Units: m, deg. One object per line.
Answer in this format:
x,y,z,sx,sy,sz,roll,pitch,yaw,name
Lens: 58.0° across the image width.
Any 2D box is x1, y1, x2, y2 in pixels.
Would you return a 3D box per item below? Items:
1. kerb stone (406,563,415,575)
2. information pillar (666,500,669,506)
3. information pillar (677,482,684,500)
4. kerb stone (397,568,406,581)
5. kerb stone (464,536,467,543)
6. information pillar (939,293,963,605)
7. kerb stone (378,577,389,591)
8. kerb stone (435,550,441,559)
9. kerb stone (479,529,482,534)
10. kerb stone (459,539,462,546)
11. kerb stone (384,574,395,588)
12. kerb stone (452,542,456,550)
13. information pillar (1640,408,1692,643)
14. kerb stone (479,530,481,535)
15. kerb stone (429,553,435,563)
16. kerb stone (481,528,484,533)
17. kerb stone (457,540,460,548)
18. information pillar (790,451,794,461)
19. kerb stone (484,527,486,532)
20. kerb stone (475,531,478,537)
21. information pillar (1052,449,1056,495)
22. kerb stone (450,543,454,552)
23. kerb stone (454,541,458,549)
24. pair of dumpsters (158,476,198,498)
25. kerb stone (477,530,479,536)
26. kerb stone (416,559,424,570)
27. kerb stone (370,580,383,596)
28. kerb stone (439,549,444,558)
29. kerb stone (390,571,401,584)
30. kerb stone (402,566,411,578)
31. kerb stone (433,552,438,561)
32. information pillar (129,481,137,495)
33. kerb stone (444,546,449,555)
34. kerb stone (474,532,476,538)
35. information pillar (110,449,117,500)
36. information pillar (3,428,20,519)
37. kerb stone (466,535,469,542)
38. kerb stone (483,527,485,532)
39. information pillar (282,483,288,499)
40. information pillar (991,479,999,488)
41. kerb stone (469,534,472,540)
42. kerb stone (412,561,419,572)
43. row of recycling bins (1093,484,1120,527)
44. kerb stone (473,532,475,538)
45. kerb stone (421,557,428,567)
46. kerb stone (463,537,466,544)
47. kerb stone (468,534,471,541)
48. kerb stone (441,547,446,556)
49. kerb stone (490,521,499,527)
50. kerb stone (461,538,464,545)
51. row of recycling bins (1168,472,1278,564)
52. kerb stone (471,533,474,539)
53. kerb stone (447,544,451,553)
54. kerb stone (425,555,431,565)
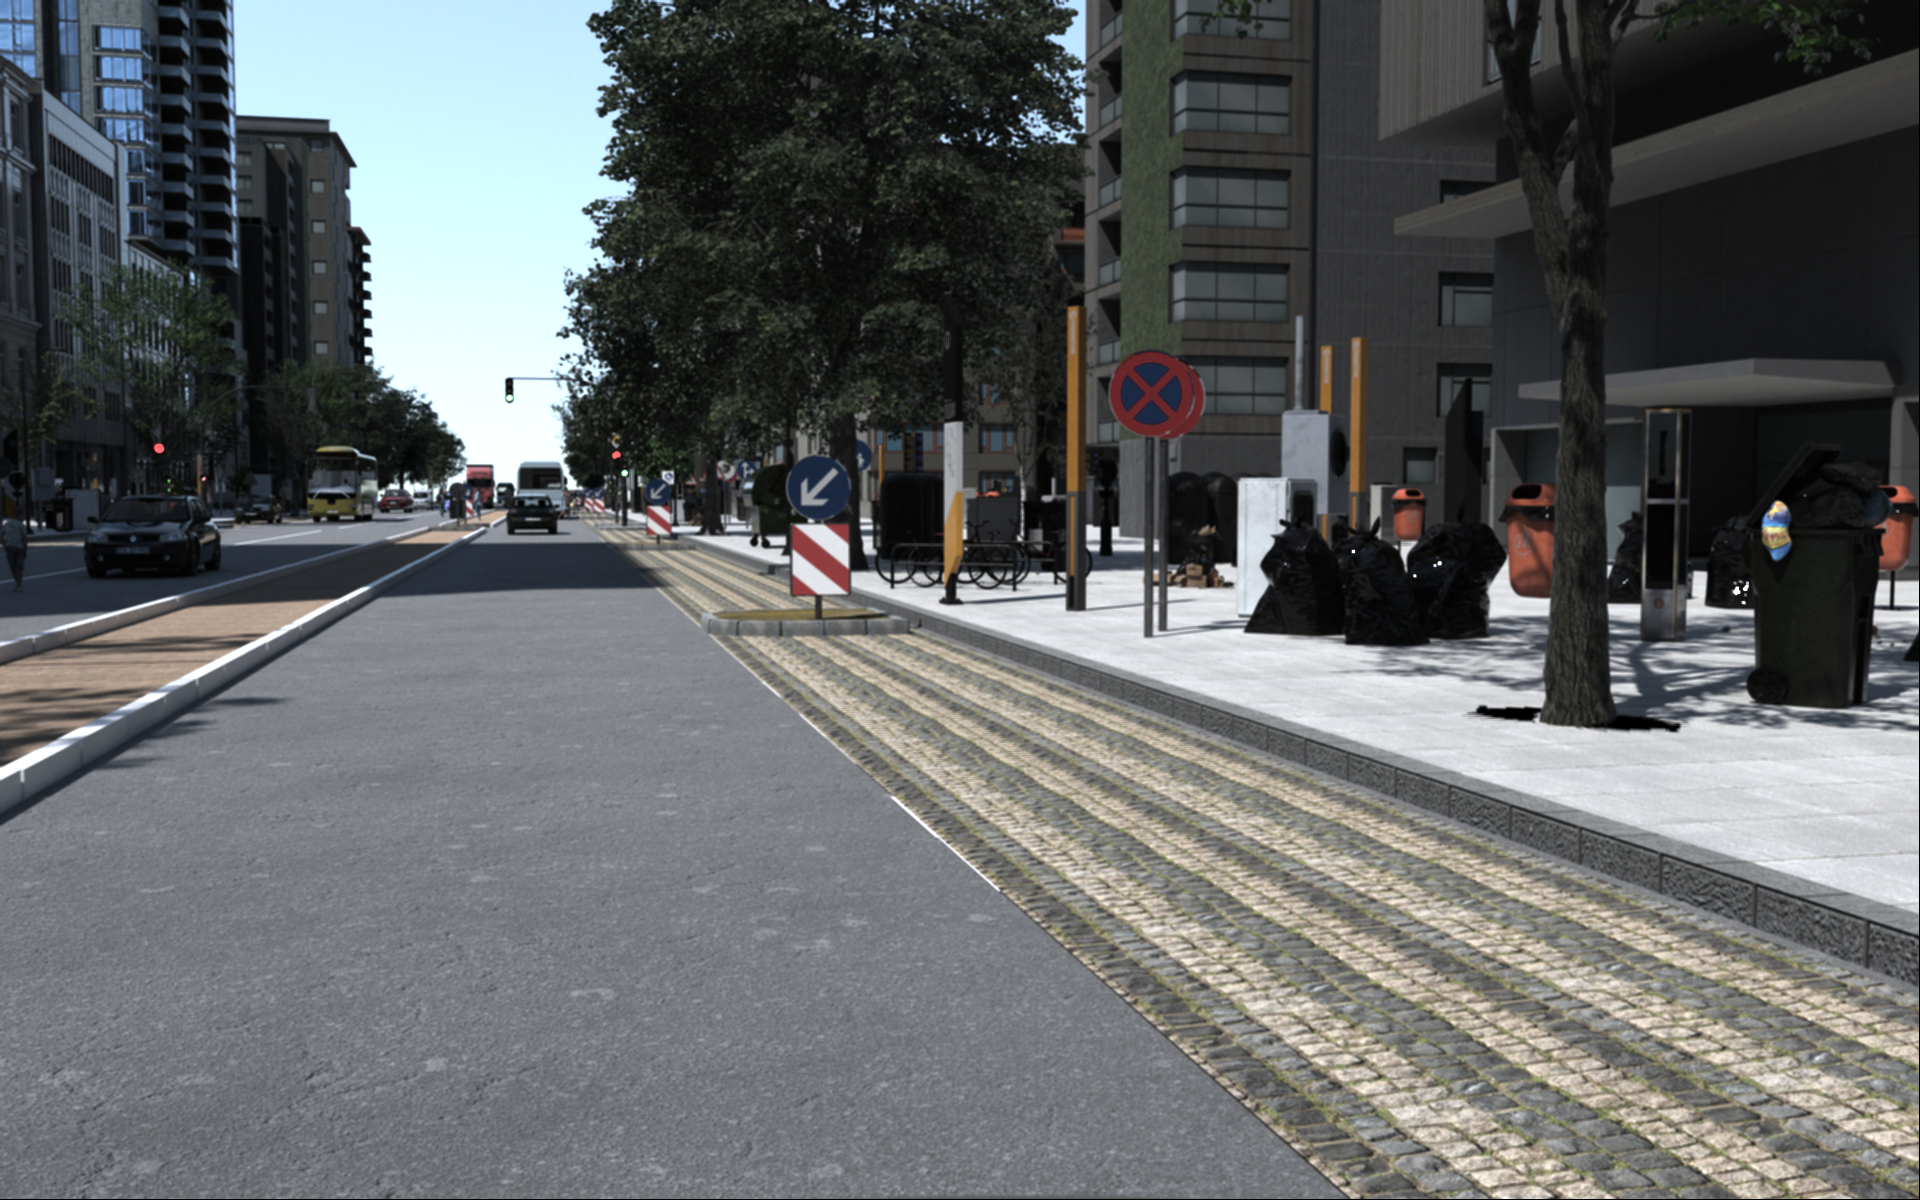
-9.739,-0.508,30.493,0.120,0.150,1.000,-1,4,-13,kerb stone
-16.689,-5.746,98.445,0.304,2.012,0.304,0,4,-1,information pillar
-15.701,-5.678,97.322,0.304,2.012,0.304,0,4,4,information pillar
-9.262,-0.386,28.501,0.120,0.150,1.000,-1,4,-13,kerb stone
-14.219,-1.666,49.439,0.120,0.150,1.000,-1,4,-13,kerb stone
-0.081,-1.754,20.031,0.183,3.616,0.504,-1,4,-17,information pillar
-8.555,-0.200,25.507,0.120,0.150,1.000,-1,4,-13,kerb stone
-11.387,-0.935,37.483,0.120,0.150,1.000,-1,4,-13,kerb stone
-16.579,-2.276,59.407,0.120,0.150,1.000,-1,4,-13,kerb stone
-13.513,-1.484,46.454,0.120,0.150,1.000,-1,4,-13,kerb stone
-8.791,-0.263,26.502,0.120,0.150,1.000,-1,4,-13,kerb stone
-12.803,-1.301,43.467,0.120,0.150,1.000,-1,4,-13,kerb stone
6.142,-0.647,15.072,0.304,2.012,0.304,3,4,39,information pillar
-16.336,-2.215,58.412,0.120,0.150,1.000,-1,4,-13,kerb stone
-10.914,-0.809,35.493,0.120,0.150,1.000,-1,4,-13,kerb stone
-17.042,-2.398,61.406,0.120,0.150,1.000,-1,4,-13,kerb stone
-13.279,-1.423,45.456,0.120,0.150,1.000,-1,4,-13,kerb stone
-8.537,-5.863,87.215,0.183,3.616,0.504,-3,5,-43,information pillar
-17.518,-2.520,63.398,0.120,0.150,1.000,-1,4,-13,kerb stone
-15.866,-2.093,56.420,0.120,0.150,1.000,-1,4,-13,kerb stone
4.840,-5.976,89.058,0.183,3.616,0.504,1,4,19,information pillar
-12.573,-1.240,42.470,0.120,0.150,1.000,-1,4,-13,kerb stone
-13.047,-1.362,44.459,0.120,0.150,1.000,-1,4,-13,kerb stone
-40.959,-5.396,90.713,1.574,2.255,4.437,-1,4,-13,pair of dumpsters
-16.102,-2.154,57.415,0.120,0.150,1.000,-1,4,-13,kerb stone
-10.211,-0.630,32.496,0.120,0.150,1.000,-1,4,-13,kerb stone
-8.315,-0.142,24.512,0.120,0.150,1.000,-1,4,-13,kerb stone
-11.623,-0.996,38.477,0.120,0.150,1.000,-1,4,-13,kerb stone
-9.025,-0.324,27.497,0.120,0.150,1.000,-1,4,-13,kerb stone
-9.499,-0.443,29.496,0.120,0.150,1.000,-1,4,-13,kerb stone
-11.151,-0.874,36.487,0.120,0.150,1.000,-1,4,-13,kerb stone
-46.559,-5.692,97.559,0.304,2.012,0.304,-3,5,-39,information pillar
-12.095,-1.112,40.481,0.120,0.150,1.000,-1,4,-13,kerb stone
-15.646,-2.032,55.419,0.120,0.150,1.000,-1,4,-13,kerb stone
-43.860,-6.020,89.781,0.183,3.616,0.504,0,4,-5,information pillar
-33.662,-4.291,61.514,0.504,3.616,0.183,-1,4,-15,information pillar
-14.456,-1.728,50.441,0.120,0.150,1.000,-1,4,-13,kerb stone
-17.282,-2.454,62.402,0.120,0.150,1.000,-1,4,-13,kerb stone
-45.879,-6.923,117.690,0.304,2.012,0.304,-2,4,-30,information pillar
1.748,-5.023,86.613,0.304,2.012,0.304,-1,4,-12,information pillar
-14.927,-1.847,52.438,0.120,0.150,1.000,-1,4,-13,kerb stone
-9.981,-0.567,31.488,0.120,0.150,1.000,-1,4,-13,kerb stone
6.414,-3.785,68.996,1.069,1.692,3.534,3,4,38,row of recycling bins
-15.397,-1.971,54.428,0.120,0.150,1.000,-1,4,-13,kerb stone
-10.444,-0.691,33.493,0.120,0.150,1.000,-1,4,-13,kerb stone
-13.981,-1.603,48.444,0.120,0.150,1.000,-1,4,-13,kerb stone
-14.689,-1.789,51.442,0.120,0.150,1.000,-1,4,-13,kerb stone
-11.858,-1.053,39.481,0.120,0.150,1.000,-1,4,-13,kerb stone
-20.953,-3.402,77.917,0.120,0.150,1.000,-1,4,-13,kerb stone
-13.753,-1.543,47.448,0.120,0.150,1.000,-1,4,-13,kerb stone
5.063,-1.578,32.913,1.069,1.692,3.534,3,5,41,row of recycling bins
-15.171,-1.910,53.431,0.120,0.150,1.000,-1,4,-13,kerb stone
-12.334,-1.179,41.476,0.120,0.150,1.000,-1,4,-13,kerb stone
-10.679,-0.746,34.489,0.120,0.150,1.000,-1,4,-13,kerb stone
